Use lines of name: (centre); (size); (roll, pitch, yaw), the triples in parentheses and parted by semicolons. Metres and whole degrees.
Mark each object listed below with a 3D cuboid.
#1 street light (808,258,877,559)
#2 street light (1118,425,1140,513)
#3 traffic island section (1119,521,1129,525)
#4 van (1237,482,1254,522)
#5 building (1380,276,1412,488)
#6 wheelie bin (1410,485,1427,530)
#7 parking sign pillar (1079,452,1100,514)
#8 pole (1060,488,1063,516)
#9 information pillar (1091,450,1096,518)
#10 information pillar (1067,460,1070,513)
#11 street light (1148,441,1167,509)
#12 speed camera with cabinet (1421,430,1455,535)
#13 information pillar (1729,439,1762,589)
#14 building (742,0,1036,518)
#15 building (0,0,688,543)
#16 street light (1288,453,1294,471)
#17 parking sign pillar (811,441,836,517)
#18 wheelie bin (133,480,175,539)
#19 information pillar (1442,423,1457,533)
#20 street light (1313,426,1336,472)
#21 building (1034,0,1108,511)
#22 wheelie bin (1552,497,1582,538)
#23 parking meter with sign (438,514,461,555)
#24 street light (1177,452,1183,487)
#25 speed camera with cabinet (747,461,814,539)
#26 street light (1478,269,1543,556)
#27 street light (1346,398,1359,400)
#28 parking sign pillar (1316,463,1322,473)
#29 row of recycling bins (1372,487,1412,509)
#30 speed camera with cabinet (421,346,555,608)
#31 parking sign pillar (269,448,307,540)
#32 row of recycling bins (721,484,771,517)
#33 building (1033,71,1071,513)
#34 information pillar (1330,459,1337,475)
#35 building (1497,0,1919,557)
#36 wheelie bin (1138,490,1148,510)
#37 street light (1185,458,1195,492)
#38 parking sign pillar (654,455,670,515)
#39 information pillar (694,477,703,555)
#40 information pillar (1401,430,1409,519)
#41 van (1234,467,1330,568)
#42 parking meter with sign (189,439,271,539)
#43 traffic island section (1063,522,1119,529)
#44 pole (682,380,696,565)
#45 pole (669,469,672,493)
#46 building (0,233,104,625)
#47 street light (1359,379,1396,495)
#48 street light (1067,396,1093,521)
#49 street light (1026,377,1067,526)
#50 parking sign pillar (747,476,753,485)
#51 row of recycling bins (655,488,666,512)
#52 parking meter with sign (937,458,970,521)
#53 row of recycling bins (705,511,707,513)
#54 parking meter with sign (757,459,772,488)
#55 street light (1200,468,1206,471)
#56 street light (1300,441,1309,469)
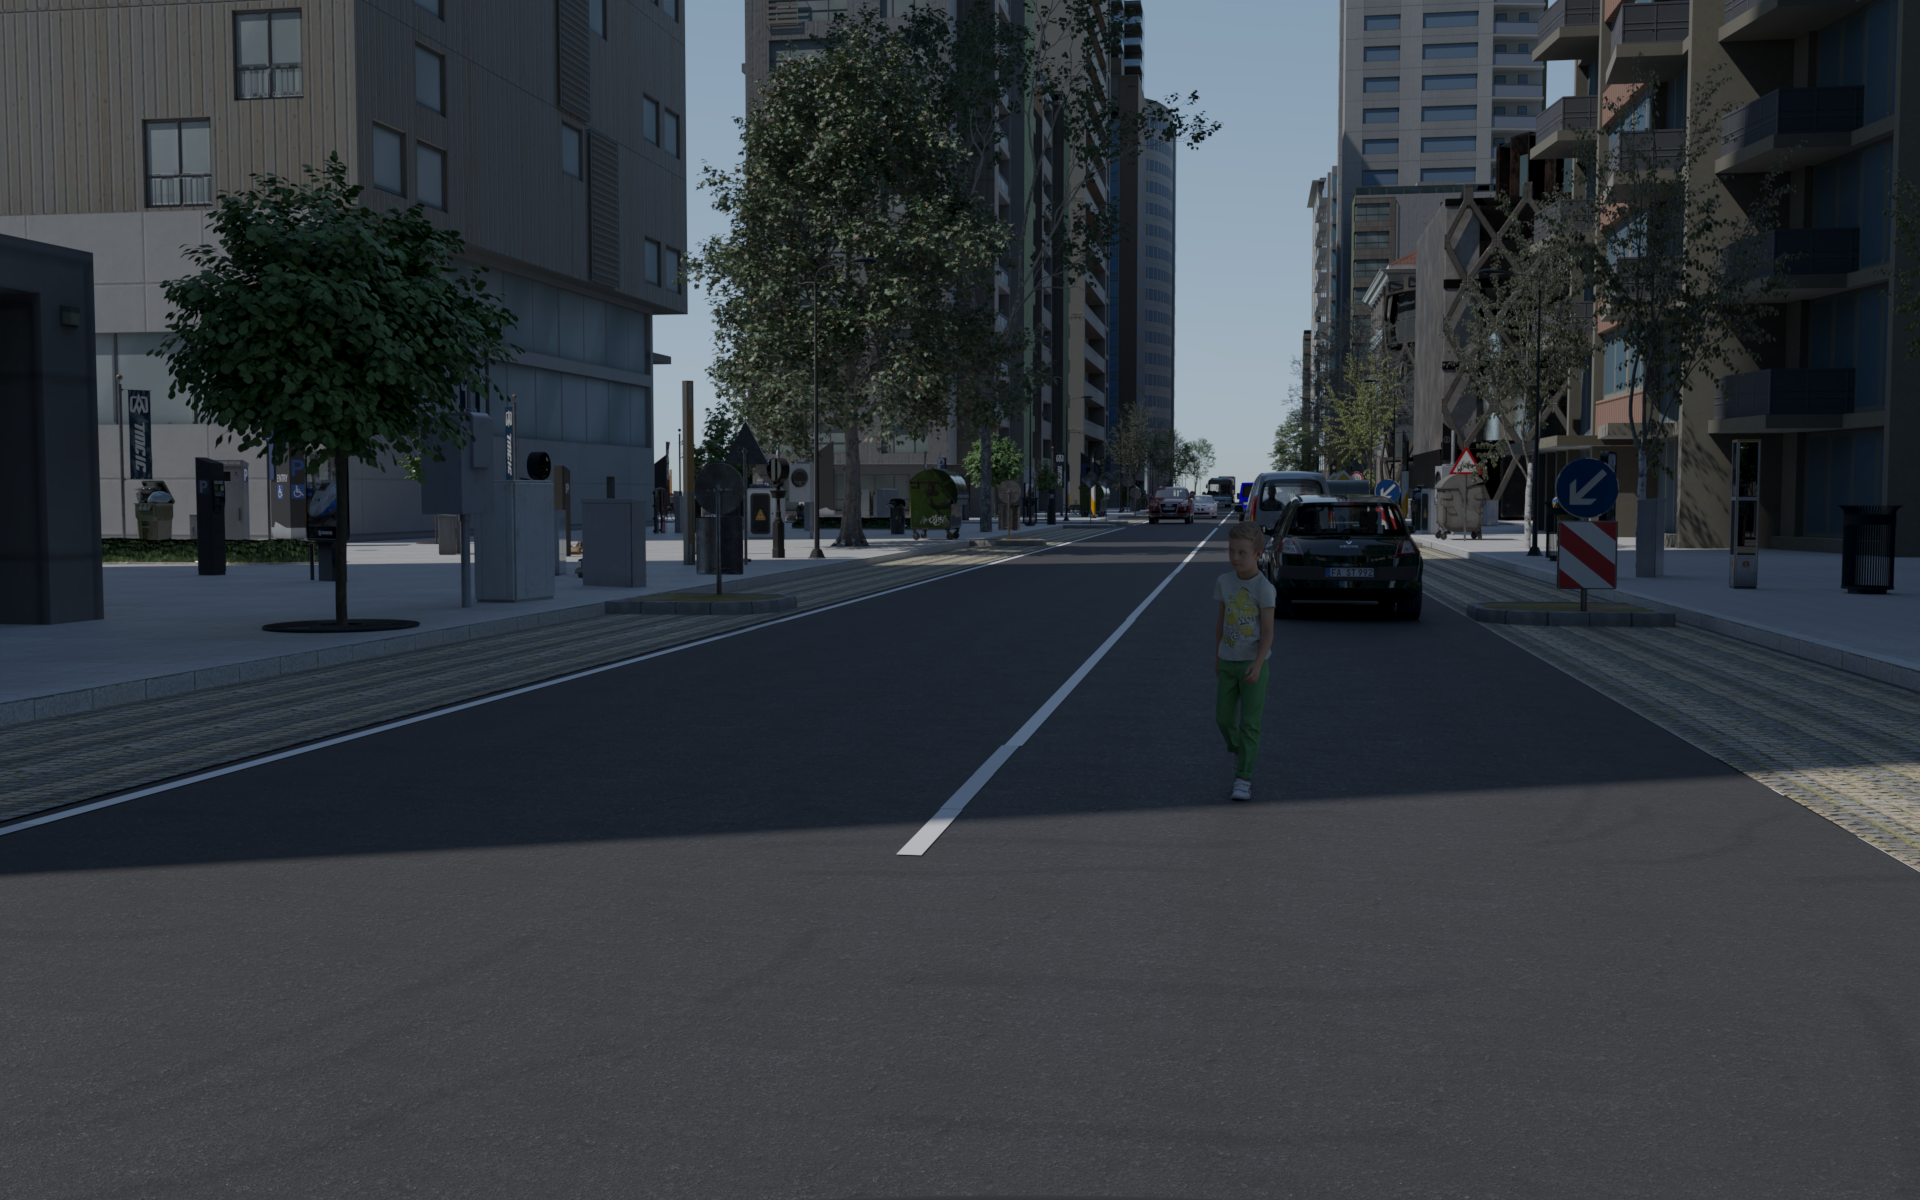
street light: (-2.316, -3.774, 34.249); (1.470, 5.913, 1.316); (1, 4, 9)
street light: (11.374, -8.815, 116.664); (1.470, 5.913, 1.316); (1, 4, 9)
traffic island section: (6.769, -3.560, 80.490); (2.009, 0.180, 2.903); (1, 4, 9)
van: (15.674, -5.316, 91.298); (2.240, 2.365, 5.245); (1, 4, 10)
building: (37.898, -15.480, 120.553); (16.820, 18.784, 16.811); (1, 4, 9)
wheelie bin: (16.324, -3.266, 61.311); (0.693, 1.594, 0.980); (-1, 4, -8)
parking sign pillar: (8.306, -7.454, 110.338); (1.447, 3.967, 1.447); (1, 4, 9)
pole: (5.907, -6.531, 100.631); (0.158, 3.312, 0.155); (0, 3, 0)
information pillar: (7.014, -6.110, 91.261); (0.183, 3.616, 0.504); (-1, 4, -17)
information pillar: (7.290, -7.693, 117.131); (0.183, 3.616, 0.504); (-1, 4, -16)
street light: (17.905, -11.221, 156.006); (1.470, 5.913, 1.316); (1, 4, 9)
speed camera with cabinet: (15.106, -3.683, 54.548); (0.660, 3.252, 2.038); (0, 4, -2)
information pillar: (10.638, -1.161, 23.475); (0.304, 2.012, 0.304); (1, 4, 12)
building: (-3.548, -25.327, 97.691); (14.154, 41.232, 14.086); (1, 4, 9)
building: (-26.144, -28.733, 59.019); (27.495, 52.752, 28.713); (1, 4, 9)
street light: (37.747, -13.523, 193.634); (1.470, 5.913, 1.316); (1, 4, 9)
parking sign pillar: (-7.039, -6.092, 88.070); (1.447, 3.967, 1.447); (0, 4, 8)
wheelie bin: (-18.691, -1.976, 40.209); (0.980, 1.594, 0.693); (1, 4, 18)
information pillar: (15.997, -3.997, 56.701); (0.504, 3.616, 0.183); (0, 4, 6)
street light: (25.016, -8.897, 118.002); (1.470, 5.913, 1.316); (1, 4, 9)
building: (0.793, -31.900, 145.266); (21.300, 48.544, 21.600); (1, 4, 9)
wheelie bin: (14.407, -2.007, 40.726); (0.980, 1.594, 0.693); (2, 4, 25)
parking meter with sign: (-10.925, -2.502, 37.162); (0.543, 3.016, 1.738); (-1, 4, -12)
street light: (23.641, -13.328, 190.458); (1.470, 5.913, 1.316); (1, 4, 9)
speed camera with cabinet: (-5.101, -3.385, 49.686); (2.038, 3.252, 0.660); (1, 4, 22)
street light: (11.379, -3.870, 35.821); (1.470, 5.913, 1.316); (1, 4, 9)
street light: (19.288, -6.791, 83.573); (1.470, 5.913, 1.316); (1, 4, 9)
parking sign pillar: (30.829, -9.812, 148.903); (1.447, 3.967, 1.447); (1, 4, 11)
row of recycling bins: (24.611, -5.709, 100.459); (3.534, 1.692, 1.069); (-1, 4, -13)
speed camera with cabinet: (-5.527, -1.591, 20.350); (0.660, 3.252, 2.038); (1, 4, 16)
parking sign pillar: (-16.548, -3.313, 42.632); (1.447, 3.967, 1.447); (-3, 5, -41)
row of recycling bins: (-8.675, -3.898, 70.844); (1.069, 1.692, 3.534); (1, 4, 21)
building: (-0.065, -21.290, 119.799); (14.160, 30.474, 14.107); (1, 4, 9)
information pillar: (25.185, -7.680, 116.923); (0.504, 3.616, 0.183); (3, 5, 44)
building: (27.788, -23.940, 46.043); (22.147, 44.769, 28.867); (1, 4, 9)
wheelie bin: (14.561, -7.973, 138.269); (0.980, 1.594, 0.693); (0, 4, -3)
street light: (31.552, -16.238, 238.027); (1.470, 5.913, 1.316); (1, 4, 9)
parking sign pillar: (-20.205, -7.836, 116.594); (1.447, 3.967, 1.447); (1, 4, 18)
information pillar: (-5.654, -1.975, 36.788); (0.304, 2.012, 0.304); (-2, 4, -26)
information pillar: (16.260, -4.399, 63.275); (0.183, 3.616, 0.504); (0, 4, -6)
van: (6.329, -1.622, 33.530); (2.013, 2.044, 4.112); (0, 4, 8)
parking meter with sign: (-16.355, -2.603, 38.827); (1.738, 3.016, 0.543); (0, 4, -5)
traffic island section: (5.455, -3.078, 72.613); (2.009, 0.180, 2.903); (1, 4, 9)
pole: (-4.887, -2.284, 31.189); (0.158, 3.312, 0.155); (0, 3, 0)
pole: (-23.892, -9.126, 143.048); (0.158, 3.312, 0.155); (0, 3, 0)
building: (-19.588, -35.141, 12.810); (20.563, 71.187, 20.611); (1, 4, 9)
street light: (17.051, -5.977, 70.259); (1.470, 5.913, 1.316); (1, 4, 9)
street light: (5.582, -6.691, 81.943); (1.470, 5.913, 1.316); (1, 4, 9)
street light: (3.327, -5.886, 68.776); (1.470, 5.913, 1.316); (1, 4, 9)
parking sign pillar: (-14.138, -8.072, 120.441); (1.447, 3.967, 1.447); (-1, 4, -22)
row of recycling bins: (-20.053, -6.266, 109.564); (1.069, 1.692, 3.534); (3, 5, 41)
parking meter with sign: (-0.285, -5.329, 83.397); (0.543, 3.016, 1.738); (3, 5, 44)
row of recycling bins: (-15.310, -6.313, 110.333); (3.534, 1.692, 1.069); (-3, 5, -42)
parking meter with sign: (-9.855, -5.558, 87.134); (0.543, 3.016, 1.738); (-2, 4, -31)
street light: (37.514, -18.364, 272.786); (1.470, 5.913, 1.316); (1, 4, 9)
street light: (31.835, -11.381, 158.616); (1.470, 5.913, 1.316); (1, 4, 9)
